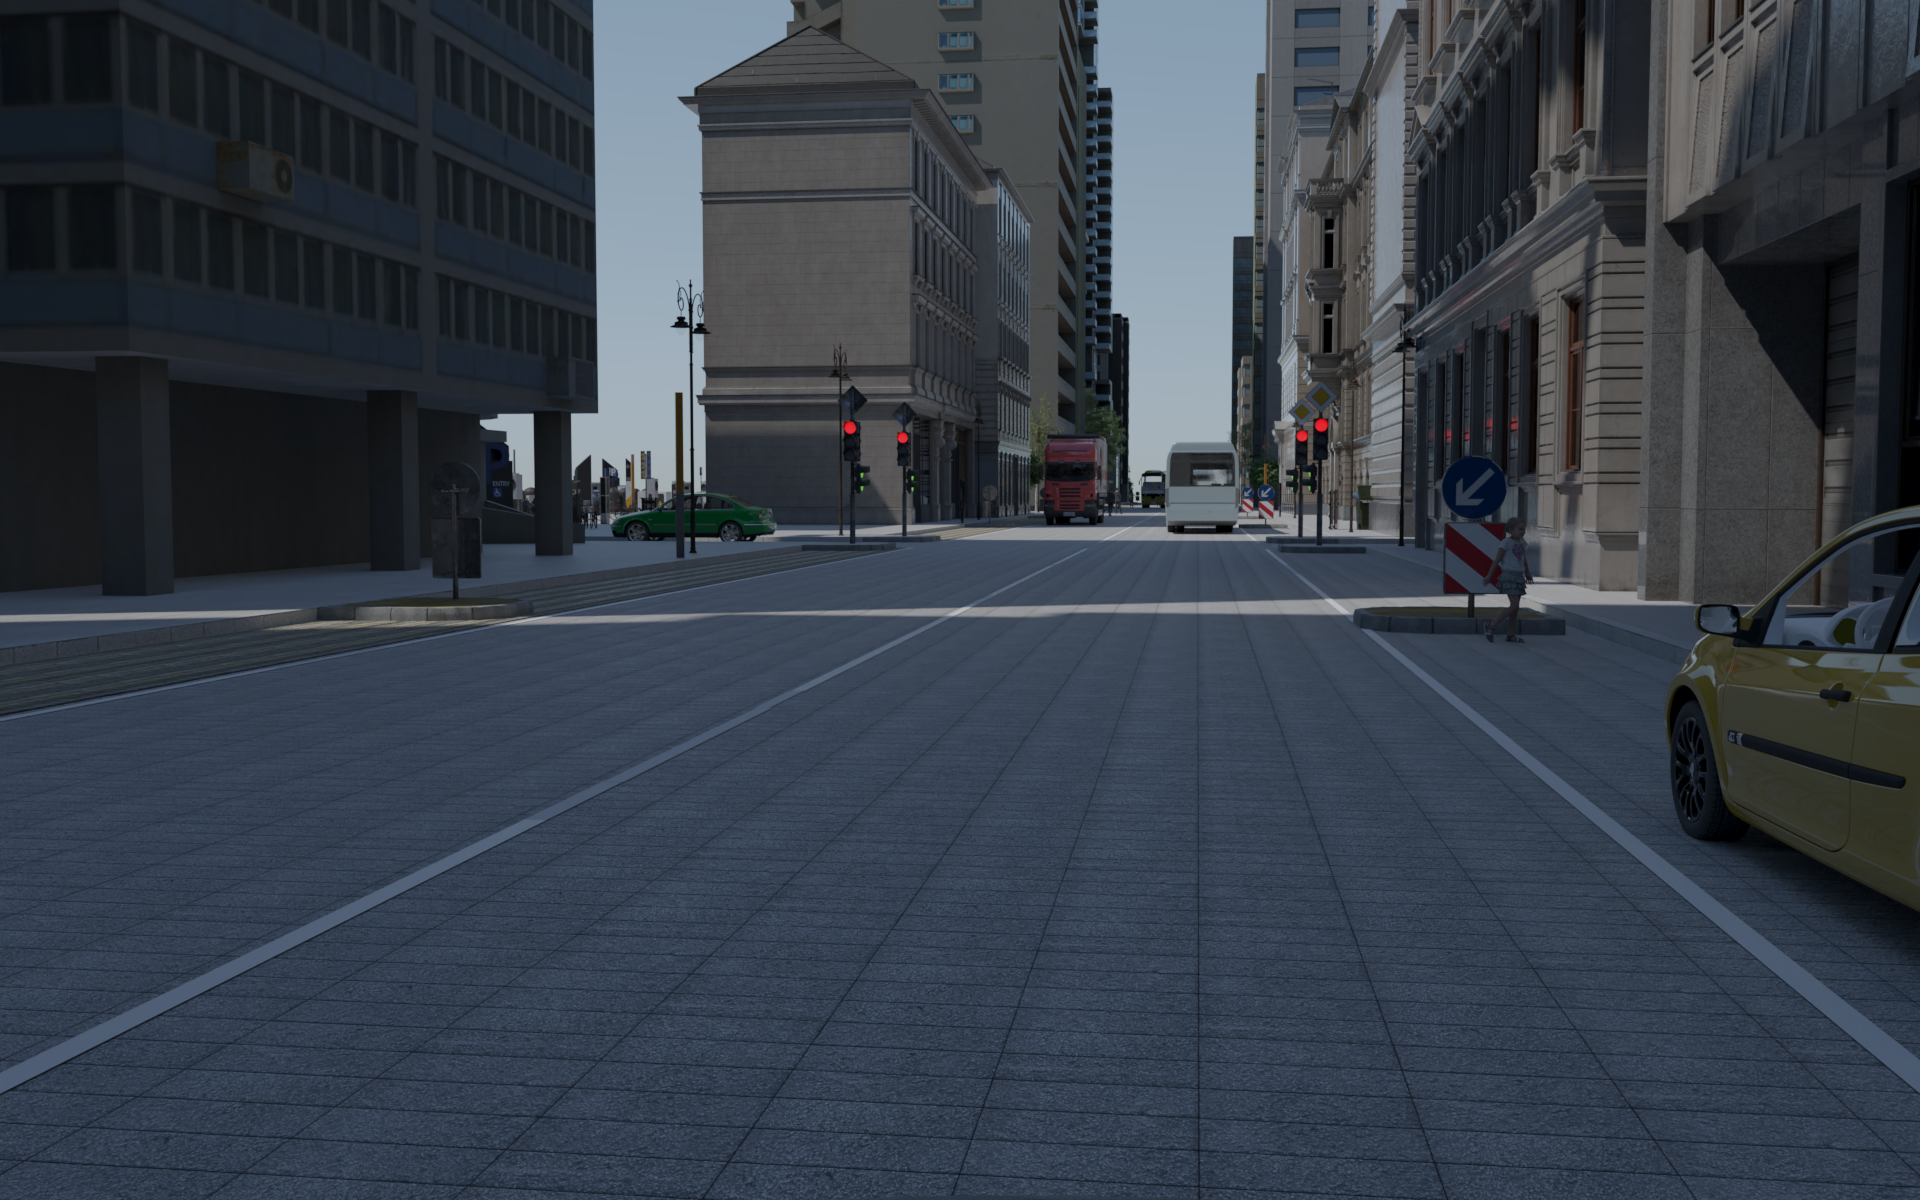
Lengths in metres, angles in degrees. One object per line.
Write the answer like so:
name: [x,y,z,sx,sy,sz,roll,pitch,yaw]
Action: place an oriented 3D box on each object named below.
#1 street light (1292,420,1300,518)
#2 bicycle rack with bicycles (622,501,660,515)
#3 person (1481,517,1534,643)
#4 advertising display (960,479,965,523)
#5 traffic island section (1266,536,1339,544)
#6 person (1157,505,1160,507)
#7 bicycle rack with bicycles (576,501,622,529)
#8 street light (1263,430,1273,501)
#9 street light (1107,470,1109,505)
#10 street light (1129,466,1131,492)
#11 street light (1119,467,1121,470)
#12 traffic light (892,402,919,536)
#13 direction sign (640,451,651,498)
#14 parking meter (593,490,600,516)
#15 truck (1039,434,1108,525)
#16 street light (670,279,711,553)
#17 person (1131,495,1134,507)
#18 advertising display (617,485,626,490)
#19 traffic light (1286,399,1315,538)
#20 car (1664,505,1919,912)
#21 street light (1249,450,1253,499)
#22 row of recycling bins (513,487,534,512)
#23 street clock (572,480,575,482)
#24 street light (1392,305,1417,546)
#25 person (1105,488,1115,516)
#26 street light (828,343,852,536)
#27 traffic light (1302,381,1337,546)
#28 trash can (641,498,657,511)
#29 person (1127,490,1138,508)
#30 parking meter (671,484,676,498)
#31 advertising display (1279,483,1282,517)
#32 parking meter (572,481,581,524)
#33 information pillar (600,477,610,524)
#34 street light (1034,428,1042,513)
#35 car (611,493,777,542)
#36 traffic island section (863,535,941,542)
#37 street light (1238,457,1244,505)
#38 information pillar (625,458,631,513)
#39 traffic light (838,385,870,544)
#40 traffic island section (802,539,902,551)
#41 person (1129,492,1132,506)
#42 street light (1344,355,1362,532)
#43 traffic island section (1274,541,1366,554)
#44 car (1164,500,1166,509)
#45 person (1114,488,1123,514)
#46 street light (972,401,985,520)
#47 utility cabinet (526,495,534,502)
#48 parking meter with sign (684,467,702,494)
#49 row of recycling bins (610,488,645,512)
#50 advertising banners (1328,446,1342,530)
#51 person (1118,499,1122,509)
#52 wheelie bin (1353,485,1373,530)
street light: [17.632,-7.231,91.013,0.468,5.910,1.993,0,4,8]
bicycle rack with bicycles: [-16.280,-4.342,84.380,2.925,0.926,2.852,0,4,-8]
person: [5.331,-0.199,16.772,0.505,1.210,0.382,-3,4,-38]
advertising display: [0.101,-4.366,76.597,0.123,1.923,0.974,0,4,-5]
traffic island section: [10.069,-1.764,51.125,2.009,0.180,2.903,0,4,8]
person: [22.618,-11.495,197.153,1.217,1.736,0.721,0,4,-8]
bicycle rack with bicycles: [-14.560,-3.157,65.000,2.852,0.926,2.925,0,4,4]
street light: [22.279,-9.300,124.837,0.468,5.910,1.993,0,4,8]
street light: [18.152,-14.631,212.011,0.468,5.910,1.993,0,4,8]
street light: [27.292,-18.710,278.691,0.468,5.910,1.993,0,4,8]
street light: [22.643,-16.658,245.150,0.468,5.910,1.993,0,4,8]
traffic light: [-1.673,-3.895,52.601,0.839,4.253,0.868,0,4,8]
direction sign: [-16.455,-6.041,90.770,0.876,3.537,0.379,3,5,44]
parking meter: [-21.474,-5.742,102.286,0.372,1.533,0.369,0,3,0]
truck: [5.589,-5.765,83.177,2.839,4.237,11.283,0,4,7]
street light: [-5.799,-3.954,37.444,0.468,5.910,1.993,0,4,8]
person: [19.963,-11.649,199.749,0.721,1.735,1.217,0,4,-4]
advertising display: [-24.465,-7.393,126.085,0.974,1.923,0.123,0,4,5]
traffic light: [10.031,-3.798,51.017,0.839,4.253,0.868,0,4,8]
car: [3.745,0.261,5.949,2.015,1.641,3.980,0,4,6]
street light: [27.930,-11.842,166.401,0.468,5.910,1.993,0,4,8]
row of recycling bins: [-26.643,-5.843,102.640,3.534,1.692,1.069,-3,4,-39]
street clock: [-23.949,-6.341,108.242,0.471,2.002,0.358,-1,4,-12]
street light: [10.856,-4.259,42.422,0.468,5.910,1.993,0,4,8]
person: [9.800,-6.394,112.817,0.659,1.850,0.755,1,4,12]
street light: [-3.660,-4.913,53.119,0.468,5.910,1.993,0,4,8]
traffic light: [8.945,-3.314,43.106,0.839,4.253,0.868,0,4,8]
trash can: [-12.779,-3.640,71.161,0.748,1.137,0.748,0,3,0]
person: [17.939,-10.529,180.654,1.348,1.824,0.705,2,4,34]
parking meter: [-16.250,-5.696,98.840,0.399,1.863,0.255,0,4,-3]
advertising display: [18.002,-5.634,97.333,0.123,1.923,0.974,1,4,12]
parking meter: [-16.554,-4.223,74.752,0.255,1.863,0.399,1,4,19]
information pillar: [-15.210,-4.261,74.163,0.304,2.012,0.304,1,4,17]
street light: [5.434,-8.973,119.497,0.468,5.910,1.993,0,4,8]
car: [-7.647,-2.495,49.592,4.718,1.807,1.959,1,4,8]
traffic island section: [-1.711,-1.863,52.741,2.009,0.180,2.903,0,4,8]
street light: [32.580,-13.921,200.390,0.468,5.910,1.993,0,4,8]
information pillar: [-21.337,-7.363,111.747,0.504,3.616,0.183,0,4,1]
traffic light: [-2.759,-3.411,44.690,0.839,4.253,0.868,0,4,8]
traffic island section: [-2.797,-1.379,44.830,2.009,0.180,2.903,0,4,8]
person: [20.659,-12.182,208.397,0.721,1.735,1.217,-2,4,-26]
street light: [13.103,-5.202,57.848,0.468,5.910,1.993,0,4,8]
traffic island section: [8.983,-1.280,43.214,2.009,0.180,2.903,0,4,8]
car: [14.739,-6.408,116.770,2.014,1.417,4.499,0,4,7]
person: [11.392,-7.154,124.837,0.648,1.900,0.474,2,4,27]
street light: [0.934,-6.939,86.245,0.468,5.910,1.993,0,4,8]
utility cabinet: [-22.540,-4.941,91.949,0.306,1.237,1.020,3,4,37]
parking meter with sign: [-17.444,-7.029,111.191,1.738,3.016,0.543,0,4,1]
row of recycling bins: [-23.318,-7.042,122.250,3.534,1.692,1.069,-3,5,-40]
advertising banners: [13.669,-4.085,62.973,0.090,3.025,2.074,2,4,24]
person: [15.466,-9.566,168.169,0.557,1.426,1.065,3,4,36]
wheelie bin: [14.481,-3.303,61.908,0.980,1.594,0.693,0,4,-1]
